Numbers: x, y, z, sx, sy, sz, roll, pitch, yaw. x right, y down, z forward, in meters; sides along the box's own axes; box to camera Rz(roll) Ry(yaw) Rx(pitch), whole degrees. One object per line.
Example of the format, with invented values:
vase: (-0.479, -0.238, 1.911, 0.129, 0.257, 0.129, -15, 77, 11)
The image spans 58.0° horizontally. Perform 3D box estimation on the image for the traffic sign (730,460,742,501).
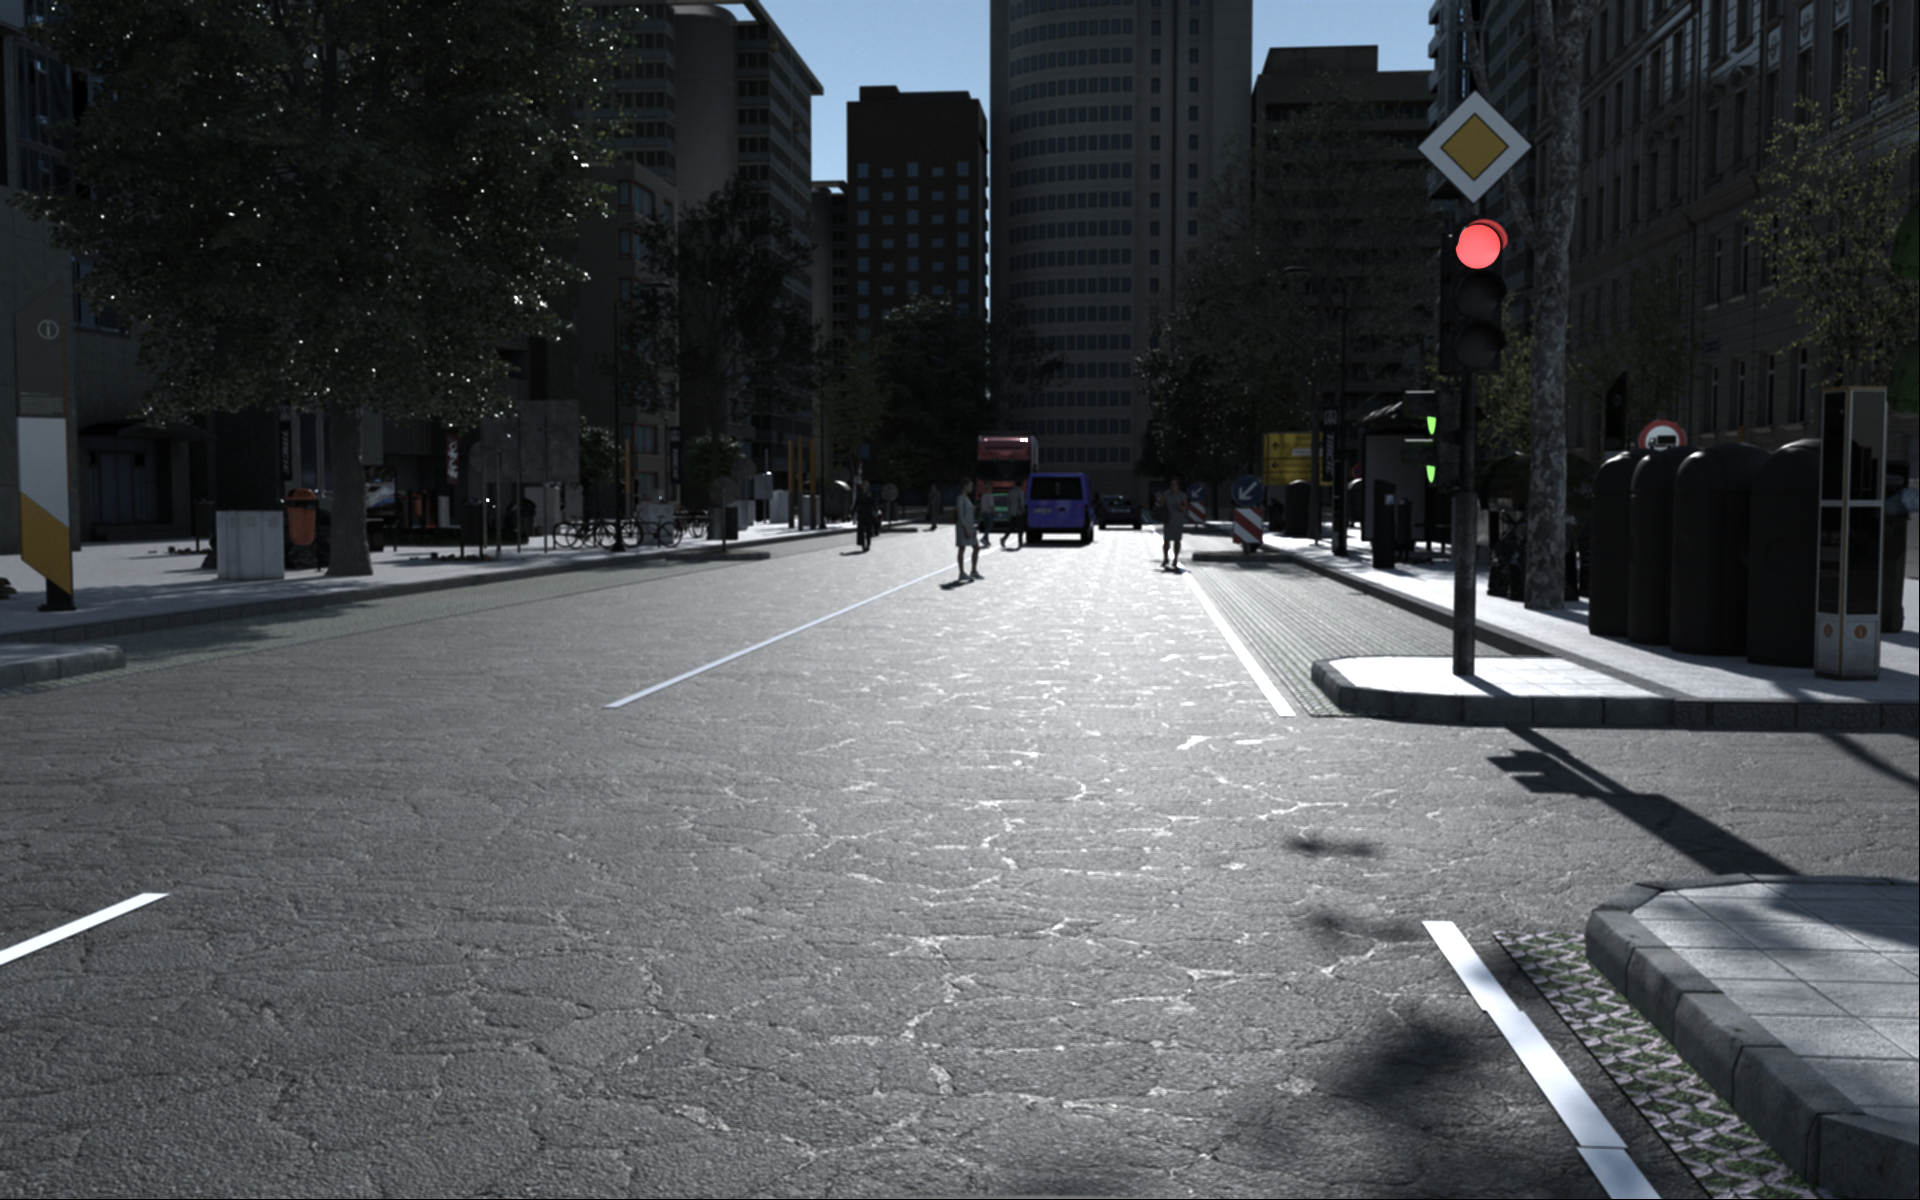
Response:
traffic sign: (-8.171, -3.928, 64.325, 0.768, 2.556, 0.104, 1, 4, 11)

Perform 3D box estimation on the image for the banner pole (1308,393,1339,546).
banner pole: (9.063, -3.242, 43.030, 0.401, 3.779, 0.863, -3, 5, -40)

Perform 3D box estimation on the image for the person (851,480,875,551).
person: (-2.418, -2.120, 43.588, 0.576, 1.772, 0.534, -2, 4, -24)

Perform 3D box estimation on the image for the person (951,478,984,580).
person: (0.098, -1.194, 29.033, 0.522, 1.701, 0.512, 1, 4, 19)

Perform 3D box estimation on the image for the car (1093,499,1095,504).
car: (13.128, -9.057, 158.301, 2.015, 1.641, 3.980, 0, 4, 5)

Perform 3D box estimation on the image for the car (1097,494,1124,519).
car: (8.893, -5.459, 101.047, 2.131, 1.459, 4.920, 0, 4, 5)

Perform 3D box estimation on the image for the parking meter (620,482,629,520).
parking meter: (-16.349, -4.824, 84.581, 0.399, 1.863, 0.255, 2, 4, 24)

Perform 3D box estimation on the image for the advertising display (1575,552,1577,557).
advertising display: (12.408, -1.836, 35.226, 0.974, 1.923, 0.123, -2, 4, -35)

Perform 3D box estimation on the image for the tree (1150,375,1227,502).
tree: (18.350, -12.776, 134.649, 9.928, 11.665, 9.643, 0, 3, 0)

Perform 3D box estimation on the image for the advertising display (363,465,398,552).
advertising display: (-13.039, -2.041, 38.590, 0.974, 1.923, 0.123, 0, 4, -7)

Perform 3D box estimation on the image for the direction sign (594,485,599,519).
direction sign: (-18.852, -5.991, 89.948, 0.379, 3.537, 0.876, 0, 4, 1)

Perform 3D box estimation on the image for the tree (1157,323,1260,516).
tree: (15.459, -11.293, 102.774, 7.486, 12.596, 7.792, 0, 3, 0)

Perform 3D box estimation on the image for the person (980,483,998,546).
person: (0.760, -2.375, 47.996, 0.731, 1.740, 0.598, 3, 5, 40)

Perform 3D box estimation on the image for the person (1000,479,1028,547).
person: (1.470, -2.329, 46.433, 0.795, 1.843, 0.661, -3, 4, -38)

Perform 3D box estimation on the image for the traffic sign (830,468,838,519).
traffic sign: (-5.978, -5.148, 84.273, 0.768, 2.556, 0.104, 1, 4, 14)

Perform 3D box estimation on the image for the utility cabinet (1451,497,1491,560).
utility cabinet: (10.078, -1.372, 33.597, 1.020, 1.237, 0.306, 0, 4, 0)

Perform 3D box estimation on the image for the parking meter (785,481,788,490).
parking meter: (-7.828, -4.515, 79.536, 0.399, 1.863, 0.255, 0, 4, -7)

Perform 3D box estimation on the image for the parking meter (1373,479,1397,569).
parking meter: (7.330, -1.315, 29.913, 0.372, 1.533, 0.369, 0, 3, 0)

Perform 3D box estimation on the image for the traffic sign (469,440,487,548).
traffic sign: (-11.200, -2.487, 40.775, 0.768, 2.556, 0.104, 1, 4, 9)

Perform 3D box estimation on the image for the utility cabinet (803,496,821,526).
utility cabinet: (-6.087, -3.618, 70.322, 0.306, 1.237, 1.020, 2, 4, 35)

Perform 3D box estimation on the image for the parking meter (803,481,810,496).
parking meter: (-6.917, -4.441, 78.321, 0.255, 1.863, 0.399, 1, 4, 19)

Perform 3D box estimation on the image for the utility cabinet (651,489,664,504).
utility cabinet: (-13.779, -4.303, 79.035, 0.318, 1.500, 1.173, -2, 4, -24)

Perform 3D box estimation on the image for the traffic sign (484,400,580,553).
traffic sign: (-9.330, -2.680, 37.694, 2.265, 3.308, 0.079, 1, 4, 14)

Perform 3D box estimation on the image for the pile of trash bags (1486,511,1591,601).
pile of trash bags: (8.255, -0.698, 21.159, 3.447, 1.369, 1.912, 1, 4, 15)

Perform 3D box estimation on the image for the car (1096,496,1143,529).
car: (6.614, -3.616, 71.696, 1.945, 1.354, 3.894, 0, 4, 4)

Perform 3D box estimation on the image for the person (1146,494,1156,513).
person: (13.654, -6.843, 123.640, 1.065, 1.426, 0.557, -3, 5, -41)

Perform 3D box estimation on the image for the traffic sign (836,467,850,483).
traffic sign: (-5.572, -5.010, 82.015, 0.768, 2.556, 0.104, 1, 4, 14)

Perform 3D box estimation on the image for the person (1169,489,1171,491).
person: (12.913, -5.968, 106.632, 0.990, 1.755, 0.434, 3, 4, 38)

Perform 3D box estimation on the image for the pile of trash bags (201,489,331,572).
pile of trash bags: (-11.647, -1.214, 29.602, 1.912, 1.369, 3.447, -3, 4, -37)

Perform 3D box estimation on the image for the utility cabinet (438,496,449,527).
utility cabinet: (-16.617, -2.710, 55.463, 0.306, 1.237, 1.020, -2, 4, -30)

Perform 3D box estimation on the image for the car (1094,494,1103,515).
car: (10.253, -6.595, 119.633, 2.131, 1.459, 4.920, 0, 4, 7)

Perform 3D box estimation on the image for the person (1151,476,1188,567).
person: (4.109, -1.547, 34.159, 0.716, 1.782, 0.532, 1, 4, 21)

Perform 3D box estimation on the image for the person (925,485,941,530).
person: (-1.086, -3.726, 69.528, 0.694, 1.812, 0.767, 3, 4, 38)

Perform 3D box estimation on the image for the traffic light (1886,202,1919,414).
traffic light: (2.795, -0.938, 4.255, 0.839, 4.253, 0.868, 0, 4, 5)

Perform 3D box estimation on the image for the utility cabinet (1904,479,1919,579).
utility cabinet: (14.523, -1.062, 26.037, 0.318, 1.500, 1.173, 1, 4, 10)

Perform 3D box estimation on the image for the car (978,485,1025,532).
car: (1.722, -3.531, 66.530, 1.959, 1.807, 4.718, 0, 4, 6)

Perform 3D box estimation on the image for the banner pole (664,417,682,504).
banner pole: (-9.400, -4.066, 56.503, 0.863, 3.779, 0.401, 2, 4, 31)

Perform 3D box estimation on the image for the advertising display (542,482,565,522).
advertising display: (-17.330, -4.198, 73.850, 0.974, 1.923, 0.123, 0, 4, 7)

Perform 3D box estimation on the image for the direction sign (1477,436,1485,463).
direction sign: (20.222, -4.619, 67.510, 0.379, 3.537, 0.876, -1, 4, -9)

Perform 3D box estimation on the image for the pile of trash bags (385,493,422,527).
pile of trash bags: (-21.151, -3.268, 63.183, 3.447, 1.369, 1.912, -1, 4, -17)

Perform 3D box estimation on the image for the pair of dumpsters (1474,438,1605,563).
pair of dumpsters: (9.927, -1.697, 30.248, 1.574, 2.255, 4.437, 0, 4, 5)

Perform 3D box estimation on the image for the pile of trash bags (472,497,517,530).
pile of trash bags: (-16.112, -3.179, 61.724, 3.447, 1.369, 1.912, 3, 4, 37)

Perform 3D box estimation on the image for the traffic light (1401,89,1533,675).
traffic light: (3.563, -1.424, 12.203, 0.839, 4.253, 0.868, 0, 4, 5)

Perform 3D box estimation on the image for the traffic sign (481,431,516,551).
traffic sign: (-9.402, -2.149, 35.242, 0.768, 2.556, 0.104, 1, 4, 13)

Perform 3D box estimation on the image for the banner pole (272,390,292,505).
banner pole: (-15.931, -3.101, 40.715, 0.863, 3.779, 0.401, 3, 4, 37)

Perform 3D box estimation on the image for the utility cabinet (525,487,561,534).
utility cabinet: (-13.186, -2.819, 54.762, 1.173, 1.500, 0.318, 2, 4, 27)

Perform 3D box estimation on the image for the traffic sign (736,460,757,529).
traffic sign: (-7.905, -3.915, 64.114, 0.768, 2.556, 0.104, 0, 4, 7)
